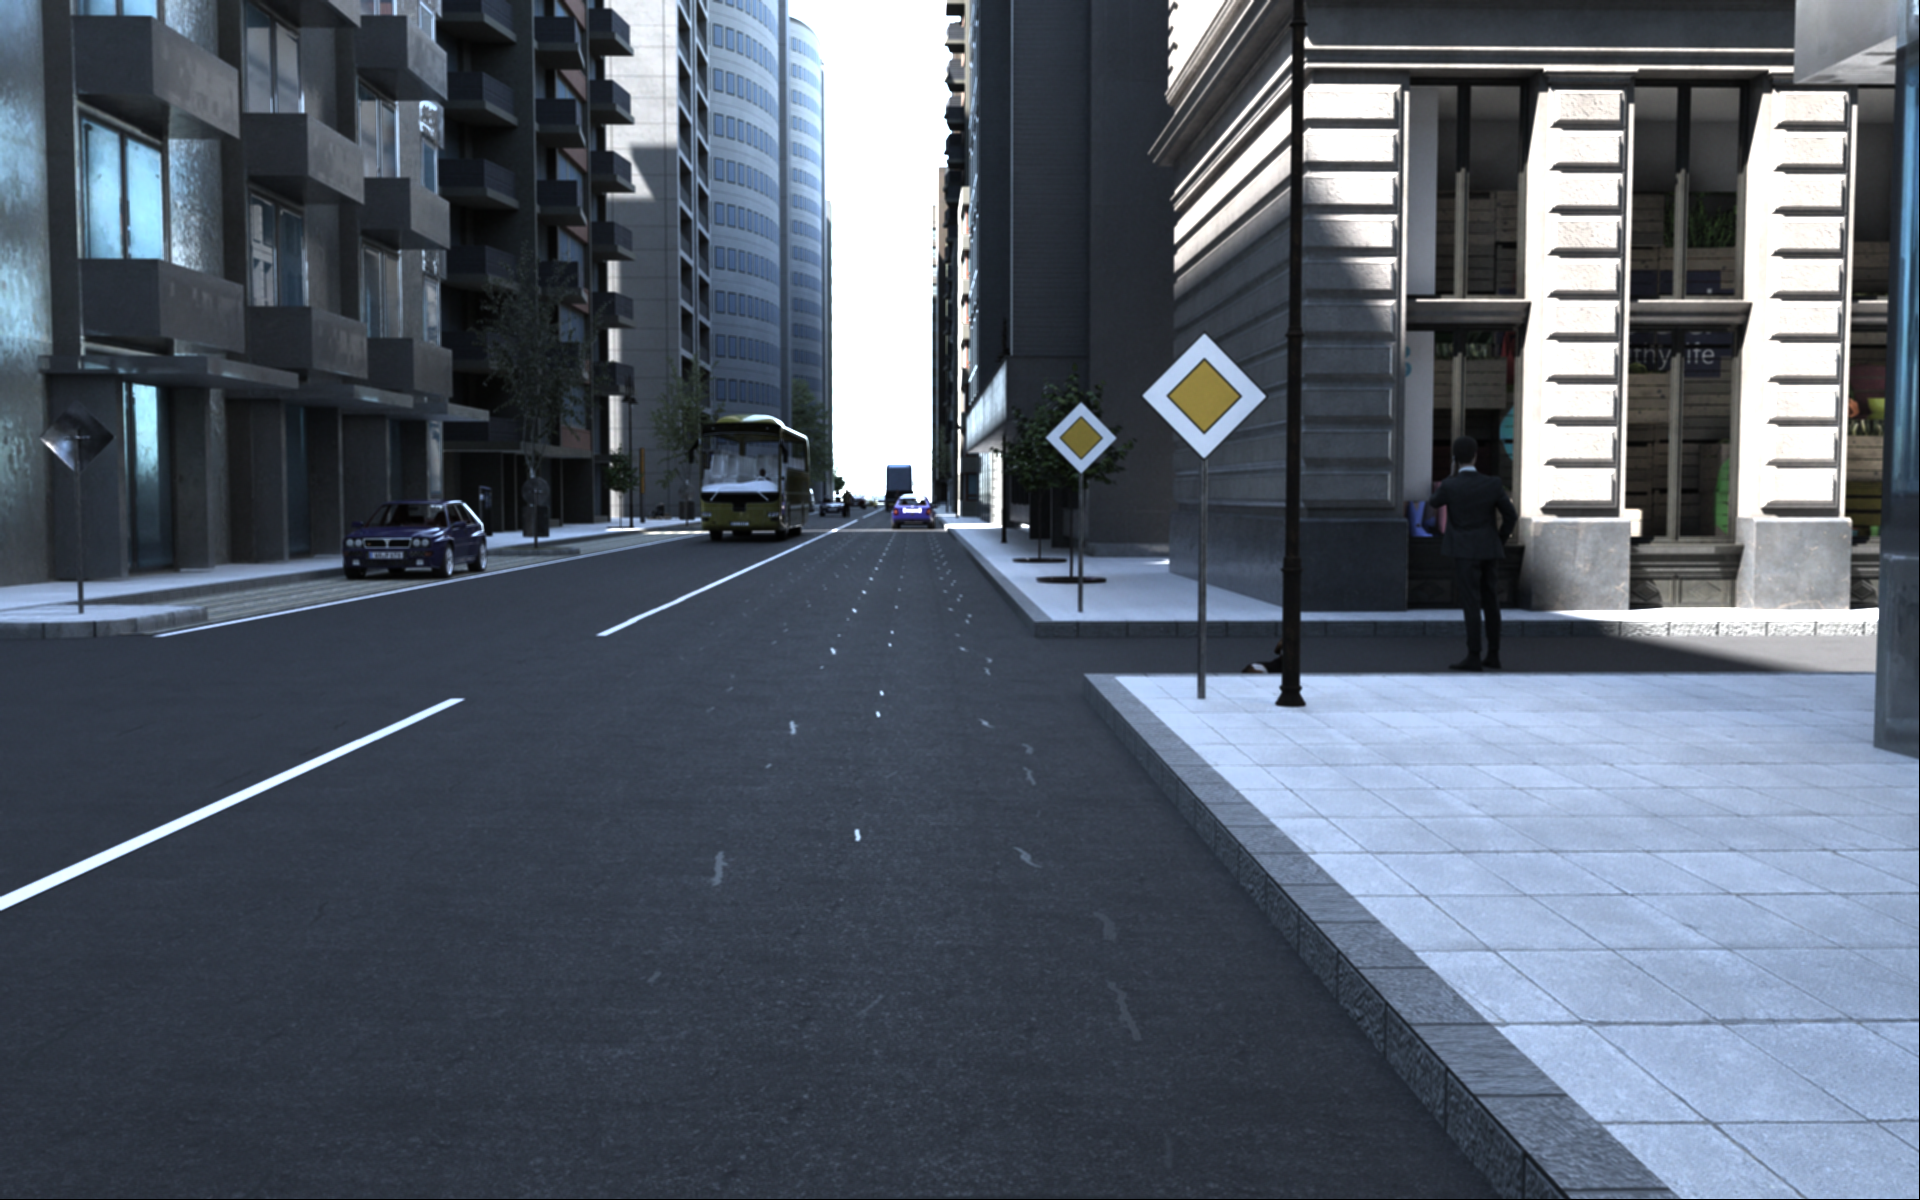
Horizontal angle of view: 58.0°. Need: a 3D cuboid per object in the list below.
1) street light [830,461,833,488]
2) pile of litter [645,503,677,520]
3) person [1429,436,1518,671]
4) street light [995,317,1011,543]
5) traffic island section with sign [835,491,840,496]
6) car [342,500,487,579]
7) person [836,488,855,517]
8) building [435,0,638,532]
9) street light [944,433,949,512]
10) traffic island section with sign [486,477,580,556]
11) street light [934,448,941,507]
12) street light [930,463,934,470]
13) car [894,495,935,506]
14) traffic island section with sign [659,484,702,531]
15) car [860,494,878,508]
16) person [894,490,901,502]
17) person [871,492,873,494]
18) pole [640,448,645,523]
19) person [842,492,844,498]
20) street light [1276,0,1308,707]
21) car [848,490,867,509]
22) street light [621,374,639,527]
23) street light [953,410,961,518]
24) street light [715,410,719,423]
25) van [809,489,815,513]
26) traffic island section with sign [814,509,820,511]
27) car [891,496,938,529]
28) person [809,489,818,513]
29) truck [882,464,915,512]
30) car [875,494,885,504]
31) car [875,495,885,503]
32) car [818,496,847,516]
[{"bbox_3d":[-16.834,-15.572,227.387,0.468,5.910,1.993,0,4,-1],"label":"street light"},{"bbox_3d":[-15.020,-4.478,87.181,1.719,0.858,1.176,0,4,-3],"label":"pile of litter"},{"bbox_3d":[4.176,-0.386,14.174,0.648,1.900,0.474,-1,4,-16],"label":"person"},{"bbox_3d":[1.160,-4.443,45.436,0.468,5.910,1.993,0,4,-1],"label":"street light"},{"bbox_3d":[-14.116,-11.741,200.589,1.989,1.847,2.006,0,4,-1],"label":"traffic island section with sign"},{"bbox_3d":[-9.517,-1.088,30.370,1.945,1.354,3.894,0,4,-3],"label":"car"},{"bbox_3d":[-6.996,-6.007,106.810,1.348,1.812,0.705,2,4,27],"label":"person"},{"bbox_3d":[-25.378,-25.364,69.326,22.147,44.769,28.867,0,4,-1],"label":"building"},{"bbox_3d":[-0.907,-9.095,121.487,0.468,5.910,1.993,0,4,-1],"label":"street light"},{"bbox_3d":[-10.016,-1.958,40.649,1.989,1.847,2.006,0,4,-1],"label":"traffic island section with sign"},{"bbox_3d":[-2.080,-12.060,169.967,0.468,5.910,1.993,0,4,-1],"label":"street light"},{"bbox_3d":[-2.990,-14.120,203.647,0.468,5.910,1.993,0,4,-1],"label":"street light"},{"bbox_3d":[-2.181,-4.363,83.331,2.014,1.417,4.499,0,4,-1],"label":"car"},{"bbox_3d":[-10.732,-3.638,68.115,1.989,1.847,2.006,0,4,-1],"label":"traffic island section with sign"},{"bbox_3d":[-9.492,-10.395,180.184,2.015,1.641,3.980,0,3,0],"label":"car"},{"bbox_3d":[-4.750,-7.606,133.389,0.617,1.759,0.750,-1,4,-18],"label":"person"},{"bbox_3d":[-10.792,-12.586,214.994,0.721,1.735,1.217,-3,4,-36],"label":"person"},{"bbox_3d":[-14.143,-5.091,77.088,0.158,3.312,0.155,0,3,0],"label":"pole"},{"bbox_3d":[-13.265,-11.488,197.253,0.530,1.710,0.541,2,4,31],"label":"person"},{"bbox_3d":[2.010,-2.297,10.350,0.468,5.910,1.993,0,4,-1],"label":"street light"},{"bbox_3d":[-10.069,-9.678,166.912,2.281,1.827,5.304,0,4,-2],"label":"car"},{"bbox_3d":[-12.746,-5.763,67.006,0.468,5.910,1.993,0,4,-1],"label":"street light"},{"bbox_3d":[-0.149,-7.385,93.534,0.468,5.910,1.993,0,4,-1],"label":"street light"},{"bbox_3d":[-13.395,-7.507,95.529,0.468,5.910,1.993,0,4,-1],"label":"street light"},{"bbox_3d":[-12.173,-7.761,133.898,2.013,2.044,4.112,0,4,-2],"label":"van"},{"bbox_3d":[-12.690,-8.344,145.055,1.989,1.847,2.006,0,4,-1],"label":"traffic island section with sign"},{"bbox_3d":[-1.911,-3.620,71.775,1.945,1.354,3.894,0,4,0],"label":"car"},{"bbox_3d":[-11.327,-7.436,130.077,1.348,1.824,0.705,0,4,4],"label":"person"},{"bbox_3d":[-5.076,-9.652,147.562,2.967,4.110,18.799,0,4,-3],"label":"truck"},{"bbox_3d":[-11.486,-14.428,247.689,2.131,1.459,4.920,0,4,-2],"label":"car"},{"bbox_3d":[-10.843,-13.703,236.407,2.083,1.381,4.827,0,4,-3],"label":"car"},{"bbox_3d":[-8.229,-6.125,112.728,1.945,1.354,3.894,0,4,-2],"label":"car"}]
